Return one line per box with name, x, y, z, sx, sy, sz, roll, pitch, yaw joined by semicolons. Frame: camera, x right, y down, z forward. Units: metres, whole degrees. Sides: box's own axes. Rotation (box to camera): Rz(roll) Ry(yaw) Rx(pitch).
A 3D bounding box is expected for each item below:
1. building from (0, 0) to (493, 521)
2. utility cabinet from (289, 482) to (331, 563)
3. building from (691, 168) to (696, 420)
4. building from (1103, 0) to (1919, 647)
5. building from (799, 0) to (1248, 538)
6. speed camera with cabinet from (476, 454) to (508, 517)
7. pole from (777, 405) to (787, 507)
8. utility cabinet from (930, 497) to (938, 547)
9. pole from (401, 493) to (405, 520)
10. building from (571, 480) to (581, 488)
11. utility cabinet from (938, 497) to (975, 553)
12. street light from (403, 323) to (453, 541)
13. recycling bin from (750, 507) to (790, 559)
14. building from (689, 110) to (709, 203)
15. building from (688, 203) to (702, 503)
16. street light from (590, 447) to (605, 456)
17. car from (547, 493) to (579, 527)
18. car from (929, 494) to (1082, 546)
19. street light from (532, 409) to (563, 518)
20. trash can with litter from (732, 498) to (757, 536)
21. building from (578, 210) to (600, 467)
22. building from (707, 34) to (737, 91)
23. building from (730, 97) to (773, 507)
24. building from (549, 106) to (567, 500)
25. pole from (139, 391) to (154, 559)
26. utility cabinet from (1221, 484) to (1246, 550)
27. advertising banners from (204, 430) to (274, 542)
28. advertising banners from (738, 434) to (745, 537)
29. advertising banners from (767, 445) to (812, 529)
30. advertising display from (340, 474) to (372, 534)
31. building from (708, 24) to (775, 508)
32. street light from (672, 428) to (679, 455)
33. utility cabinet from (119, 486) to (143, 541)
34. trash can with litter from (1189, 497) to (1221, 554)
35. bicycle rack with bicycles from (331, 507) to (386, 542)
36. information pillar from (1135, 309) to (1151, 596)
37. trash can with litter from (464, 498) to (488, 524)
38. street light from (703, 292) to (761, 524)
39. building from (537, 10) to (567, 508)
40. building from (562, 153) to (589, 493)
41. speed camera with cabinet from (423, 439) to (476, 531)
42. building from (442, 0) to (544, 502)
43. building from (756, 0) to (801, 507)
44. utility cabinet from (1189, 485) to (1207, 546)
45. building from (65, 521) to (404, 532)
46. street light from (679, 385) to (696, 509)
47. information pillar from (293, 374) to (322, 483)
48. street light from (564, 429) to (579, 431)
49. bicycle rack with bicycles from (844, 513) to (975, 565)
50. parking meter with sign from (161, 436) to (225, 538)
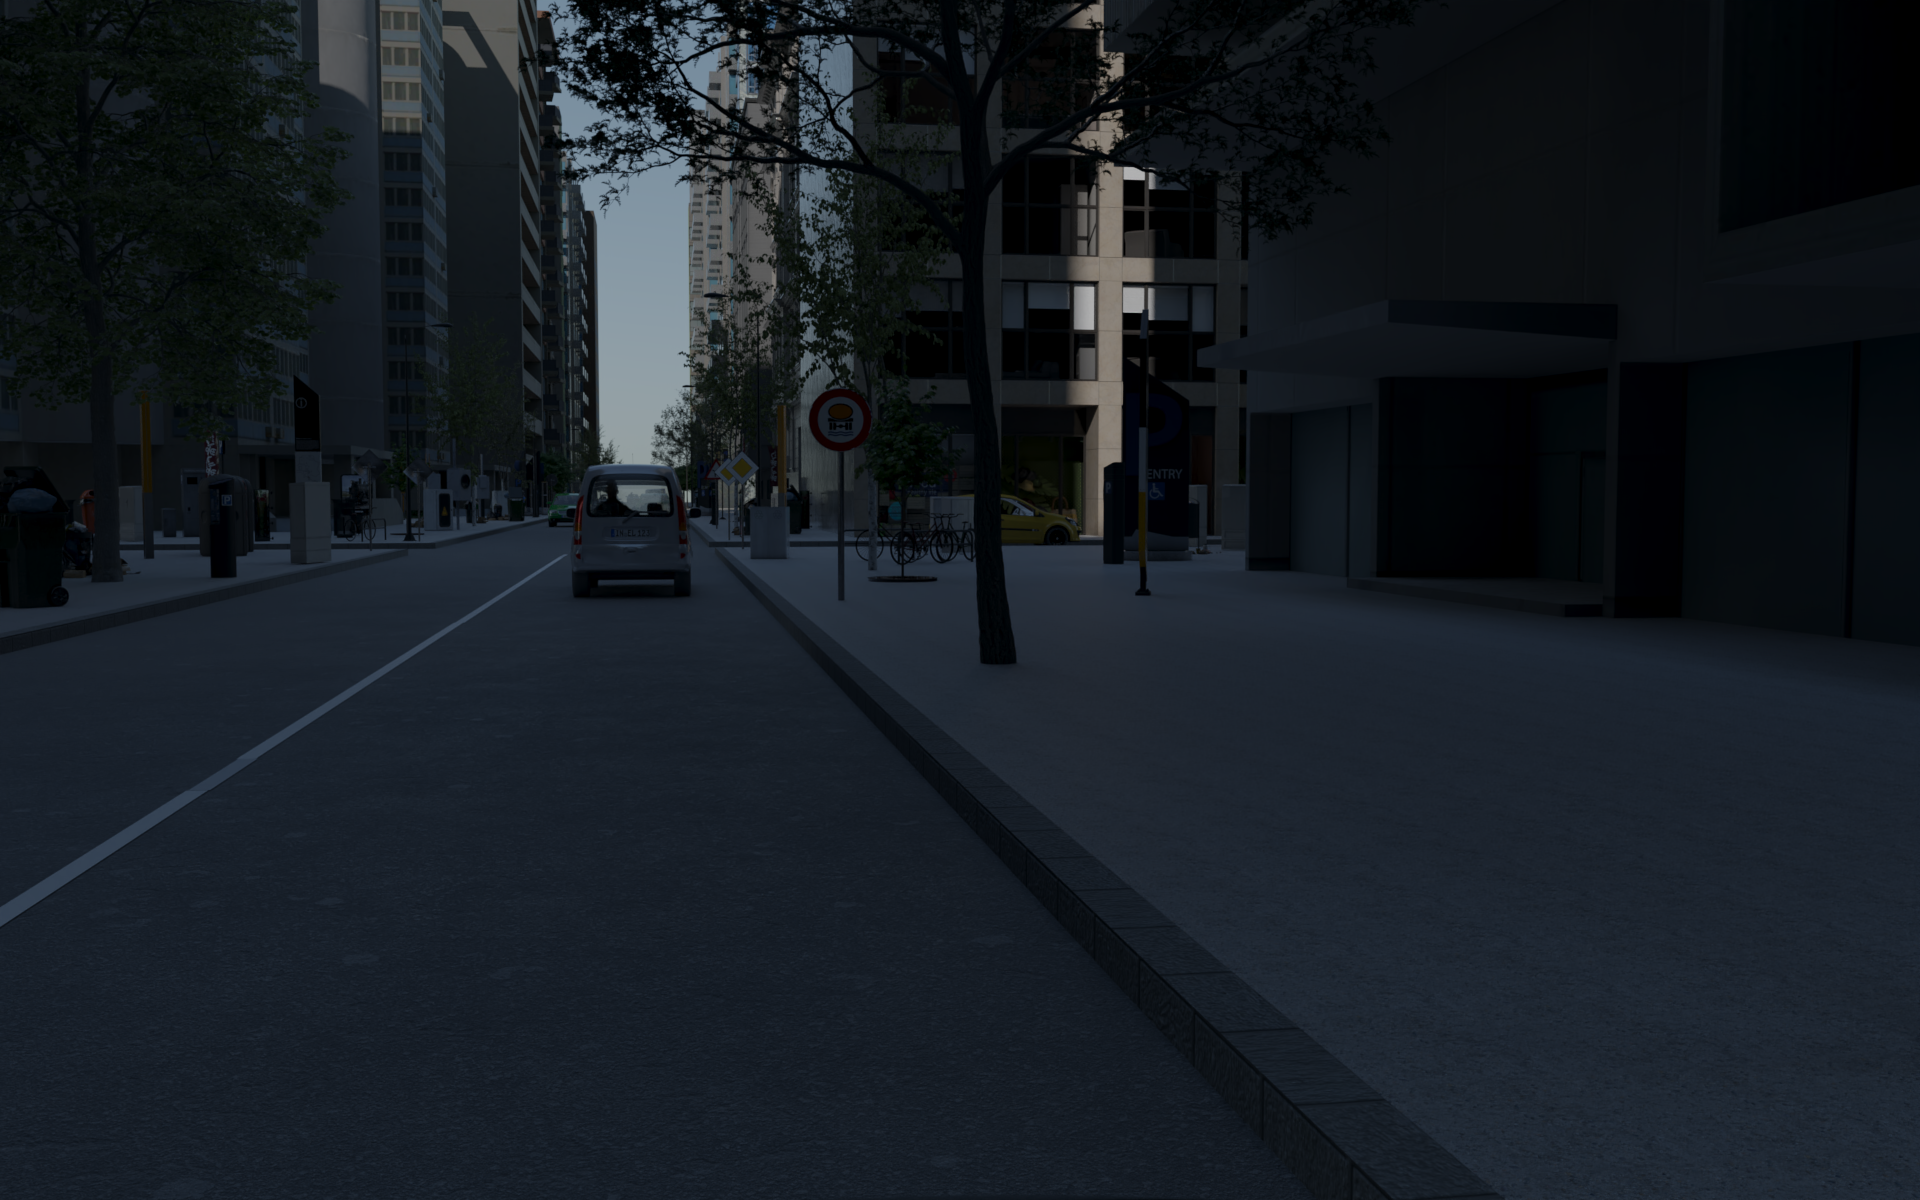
building;-44.217;-25.183;103.617;32.217;40.220;23.993;-1;4;-10
utility cabinet;-12.035;-1.430;32.064;0.318;1.500;1.173;0;4;1
building;-23.371;-36.999;224.548;23.786;49.044;30.456;-1;4;-10
building;17.796;-26.185;17.365;28.713;52.752;27.495;-1;4;-10
building;11.995;-15.784;62.592;34.151;26.468;19.350;-1;4;-10
speed camera with cabinet;-23.271;-5.631;86.410;2.038;3.252;0.660;-3;5;-41
pole;-4.096;-2.816;39.886;0.158;3.312;0.155;0;3;0
utility cabinet;-0.198;-1.883;41.941;1.020;1.237;0.306;-1;4;-20
pole;-27.500;-5.605;85.485;0.158;3.312;0.155;0;3;0
building;-62.513;-31.886;213.209;32.217;40.220;23.993;-1;4;-10
utility cabinet;0.012;-1.650;38.147;0.306;1.237;1.020;3;4;37
street light;-14.456;-4.559;47.083;1.470;5.913;1.316;-1;4;-10
recycling bin;-3.783;-1.343;34.508;0.722;1.027;0.722;0;4;0
building;-30.907;-44.339;266.940;21.231;58.520;28.212;-1;4;-10
building;-31.354;-34.396;245.966;14.154;41.232;14.086;-1;4;-10
street light;-35.875;-12.084;170.118;1.470;5.913;1.316;-1;4;-10
car;-17.255;-4.151;76.661;1.959;1.807;4.718;-1;4;-10
car;1.204;-2.157;45.491;3.980;1.641;2.015;-1;4;-11
street light;-22.693;-7.469;94.657;1.470;5.913;1.316;-1;4;-10
trash can with litter;-6.638;-2.582;53.610;1.055;1.170;0.624;2;4;35
building;-62.382;-37.556;264.146;14.600;45.320;14.200;-1;4;-10
building;-15.202;-34.389;181.862;23.786;49.044;30.456;-1;4;-10
building;-7.171;-19.481;112.027;14.314;27.812;24.014;-1;4;-10
building;-47.800;-30.127;176.164;14.154;41.232;14.086;-1;4;-10
pole;-16.091;-2.472;34.265;0.158;3.312;0.155;0;3;0
utility cabinet;6.544;-1.873;39.300;1.173;1.500;0.318;1;4;21
advertising banners;-19.273;-3.057;46.168;0.090;3.025;2.074;2;4;34
advertising banners;-6.440;-3.358;51.099;0.090;3.025;2.074;-1;4;-11
advertising banners;-6.207;-4.093;63.103;0.090;3.025;2.074;3;5;44
advertising display;-19.594;-3.120;56.226;0.974;1.923;0.123;-2;4;-31
building;-10.506;-51.218;150.086;22.319;86.520;31.000;-1;4;-10
street light;-19.351;-9.111;121.502;1.470;5.913;1.316;-1;4;-10
utility cabinet;-22.505;-2.345;47.021;1.173;1.500;0.318;3;5;44
trash can with litter;4.484;-1.597;37.170;2.233;1.210;1.678;1;4;9
bicycle rack with bicycles;-17.062;-2.072;47.267;2.852;0.926;2.925;0;4;3
information pillar;2.314;-1.863;21.821;0.183;3.616;0.504;1;4;9
trash can with litter;-21.083;-3.925;75.559;1.055;1.170;0.624;1;4;16
street light;-5.215;-4.136;40.161;1.470;5.913;1.316;-1;4;-10
building;-46.936;-30.544;154.014;22.147;44.769;28.867;-1;4;-10
building;-63.457;-37.982;240.620;23.786;49.044;30.456;-1;4;-10
speed camera with cabinet;-18.114;-4.089;61.195;0.660;3.252;2.038;1;4;20
building;-42.778;-30.867;128.380;21.300;48.544;21.600;-1;4;-10
building;-2.776;-18.405;88.307;14.401;28.519;23.554;-1;4;-10
utility cabinet;5.585;-2.065;42.436;0.318;1.500;1.173;-2;4;-26
building;-38.390;-22.697;62.976;32.217;40.220;23.993;-1;4;-10
street light;-11.109;-6.197;73.863;1.470;5.913;1.316;-1;4;-10
information pillar;-12.776;-2.603;33.918;0.504;3.616;0.183;-1;4;-11
street light;-27.646;-9.182;122.670;1.470;5.913;1.316;-1;4;-10
bicycle rack with bicycles;-0.805;-1.185;32.763;2.925;0.926;2.852;-3;5;-39
parking meter with sign;-22.825;-3.383;51.567;1.738;3.016;0.543;-2;4;-32
